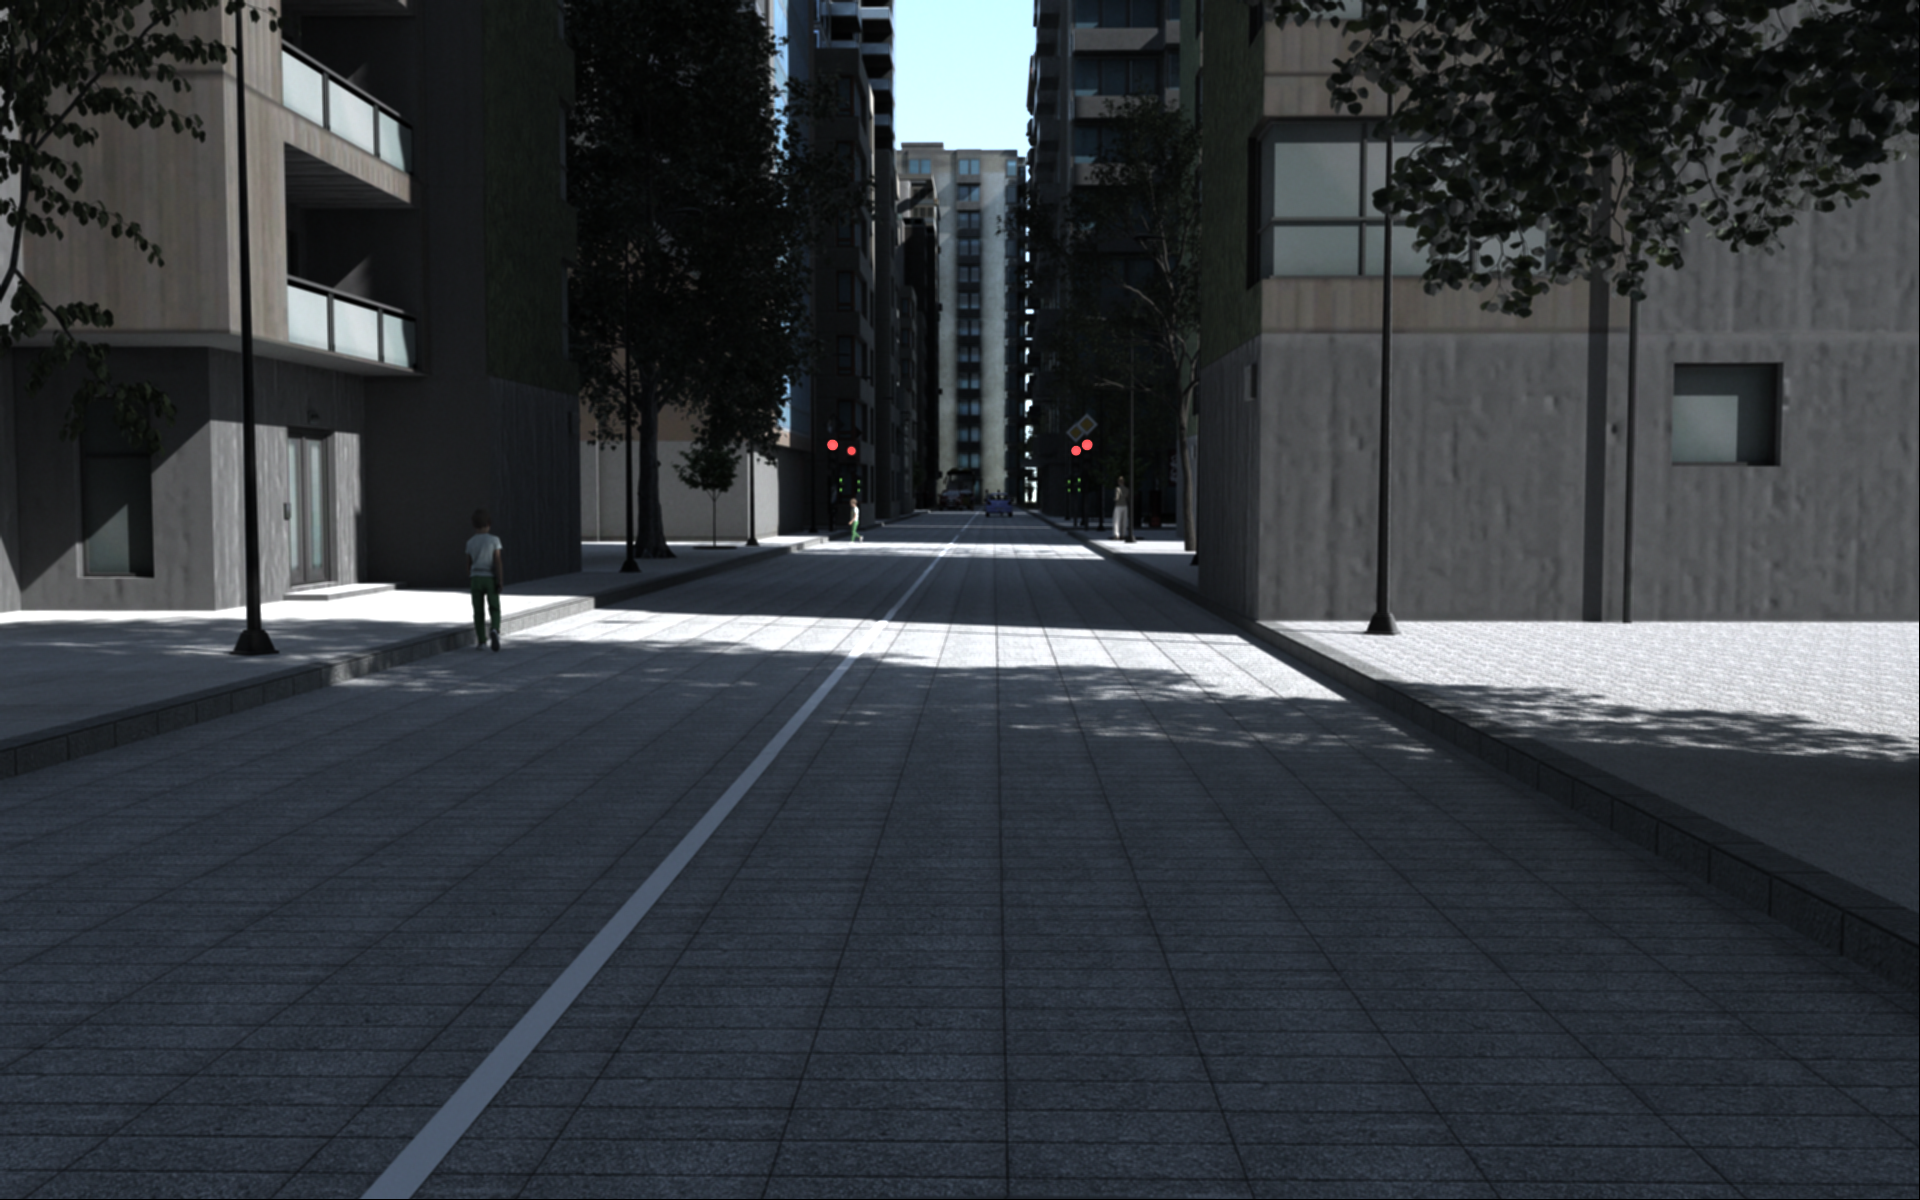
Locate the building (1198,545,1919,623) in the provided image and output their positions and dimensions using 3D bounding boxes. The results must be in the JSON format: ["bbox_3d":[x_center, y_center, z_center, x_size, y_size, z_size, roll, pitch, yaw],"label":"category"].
[{"bbox_3d":[10.156,-20.753,22.899,14.154,41.232,14.086,0,4,1],"label":"building"}]

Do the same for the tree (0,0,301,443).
[{"bbox_3d":[-6.005,-3.654,10.099,4.737,8.622,4.395,0,3,0],"label":"tree"}]

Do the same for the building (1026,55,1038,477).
[{"bbox_3d":[22.373,-37.636,204.592,28.713,52.752,27.495,0,4,1],"label":"building"}]

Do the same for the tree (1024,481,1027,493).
[{"bbox_3d":[8.922,-13.856,221.139,1.663,3.219,1.824,0,3,0],"label":"tree"}]

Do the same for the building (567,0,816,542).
[{"bbox_3d":[-12.235,-24.596,52.258,14.200,45.320,14.600,0,4,1],"label":"building"}]

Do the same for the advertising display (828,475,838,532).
[{"bbox_3d":[-4.343,-3.293,59.051,0.123,1.923,0.974,1,4,9],"label":"advertising display"}]

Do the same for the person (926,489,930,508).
[{"bbox_3d":[-2.891,-9.339,159.531,0.445,1.727,0.742,-2,4,-27],"label":"person"}]

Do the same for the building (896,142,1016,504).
[{"bbox_3d":[-5.145,-37.838,238.256,30.456,49.044,23.786,0,4,1],"label":"building"}]

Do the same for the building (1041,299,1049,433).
[{"bbox_3d":[14.303,-28.855,155.378,14.154,41.232,14.086,0,4,1],"label":"building"}]

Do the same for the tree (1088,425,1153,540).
[{"bbox_3d":[4.717,-3.336,49.141,1.663,3.219,1.824,0,3,0],"label":"tree"}]

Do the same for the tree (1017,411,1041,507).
[{"bbox_3d":[6.548,-11.996,146.497,4.737,8.622,4.395,0,3,0],"label":"tree"}]

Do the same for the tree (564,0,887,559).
[{"bbox_3d":[-6.242,-7.180,34.397,9.611,12.733,9.660,0,3,0],"label":"tree"}]

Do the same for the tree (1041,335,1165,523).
[{"bbox_3d":[6.270,-7.743,76.964,4.737,8.622,4.395,0,3,0],"label":"tree"}]

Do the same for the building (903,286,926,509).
[{"bbox_3d":[-17.498,-19.169,158.450,27.650,21.520,28.899,0,4,1],"label":"building"}]

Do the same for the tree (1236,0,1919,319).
[{"bbox_3d":[4.850,-6.158,7.336,9.857,13.997,8.962,0,3,0],"label":"tree"}]

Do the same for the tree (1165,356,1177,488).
[{"bbox_3d":[9.693,-8.333,86.613,4.737,8.622,4.395,0,3,0],"label":"tree"}]

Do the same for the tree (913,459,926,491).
[{"bbox_3d":[-4.352,-9.446,138.163,4.285,4.588,4.351,0,3,0],"label":"tree"}]

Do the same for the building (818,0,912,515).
[{"bbox_3d":[-14.236,-49.253,117.958,22.319,86.520,31.000,0,4,1],"label":"building"}]

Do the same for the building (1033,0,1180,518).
[{"bbox_3d":[15.655,-29.639,104.202,23.786,49.044,30.456,0,4,1],"label":"building"}]

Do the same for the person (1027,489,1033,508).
[{"bbox_3d":[6.329,-9.200,157.380,0.541,1.710,0.530,1,4,19],"label":"person"}]

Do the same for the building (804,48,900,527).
[{"bbox_3d":[-17.457,-14.500,82.118,27.650,21.520,28.899,0,4,1],"label":"building"}]

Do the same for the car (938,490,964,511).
[{"bbox_3d":[-0.771,-8.613,149.498,2.281,1.827,5.304,0,3,0],"label":"car"}]

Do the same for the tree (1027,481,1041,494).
[{"bbox_3d":[6.255,-7.942,124.459,1.663,3.219,1.824,0,3,0],"label":"tree"}]

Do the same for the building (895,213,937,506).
[{"bbox_3d":[-9.714,-24.956,179.737,14.160,30.474,14.107,0,4,1],"label":"building"}]

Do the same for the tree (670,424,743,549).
[{"bbox_3d":[-5.771,-2.821,40.723,1.663,3.219,1.824,0,3,0],"label":"tree"}]

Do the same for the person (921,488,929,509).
[{"bbox_3d":[-3.097,-8.924,151.906,0.705,1.831,1.348,-3,5,-39],"label":"person"}]

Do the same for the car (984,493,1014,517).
[{"bbox_3d":[2.468,-6.125,109.741,1.945,1.707,3.694,0,3,0],"label":"car"}]

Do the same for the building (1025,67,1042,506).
[{"bbox_3d":[17.832,-31.937,176.790,22.147,44.769,28.867,0,4,1],"label":"building"}]

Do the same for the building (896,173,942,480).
[{"bbox_3d":[-14.225,-31.252,202.858,23.993,40.220,32.217,0,4,1],"label":"building"}]

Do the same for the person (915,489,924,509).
[{"bbox_3d":[-3.410,-8.521,146.166,0.742,1.727,0.445,0,4,-2],"label":"person"}]

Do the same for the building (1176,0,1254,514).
[{"bbox_3d":[14.519,-27.647,135.616,14.154,41.232,14.086,0,4,1],"label":"building"}]

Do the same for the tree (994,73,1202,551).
[{"bbox_3d":[4.905,-6.383,38.781,7.601,10.594,8.767,2,4,29],"label":"tree"}]

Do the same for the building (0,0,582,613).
[{"bbox_3d":[-13.425,-20.623,20.774,14.154,41.232,14.086,0,4,1],"label":"building"}]

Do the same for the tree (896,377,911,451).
[{"bbox_3d":[-4.756,-9.172,100.331,4.360,8.622,3.978,0,3,0],"label":"tree"}]
